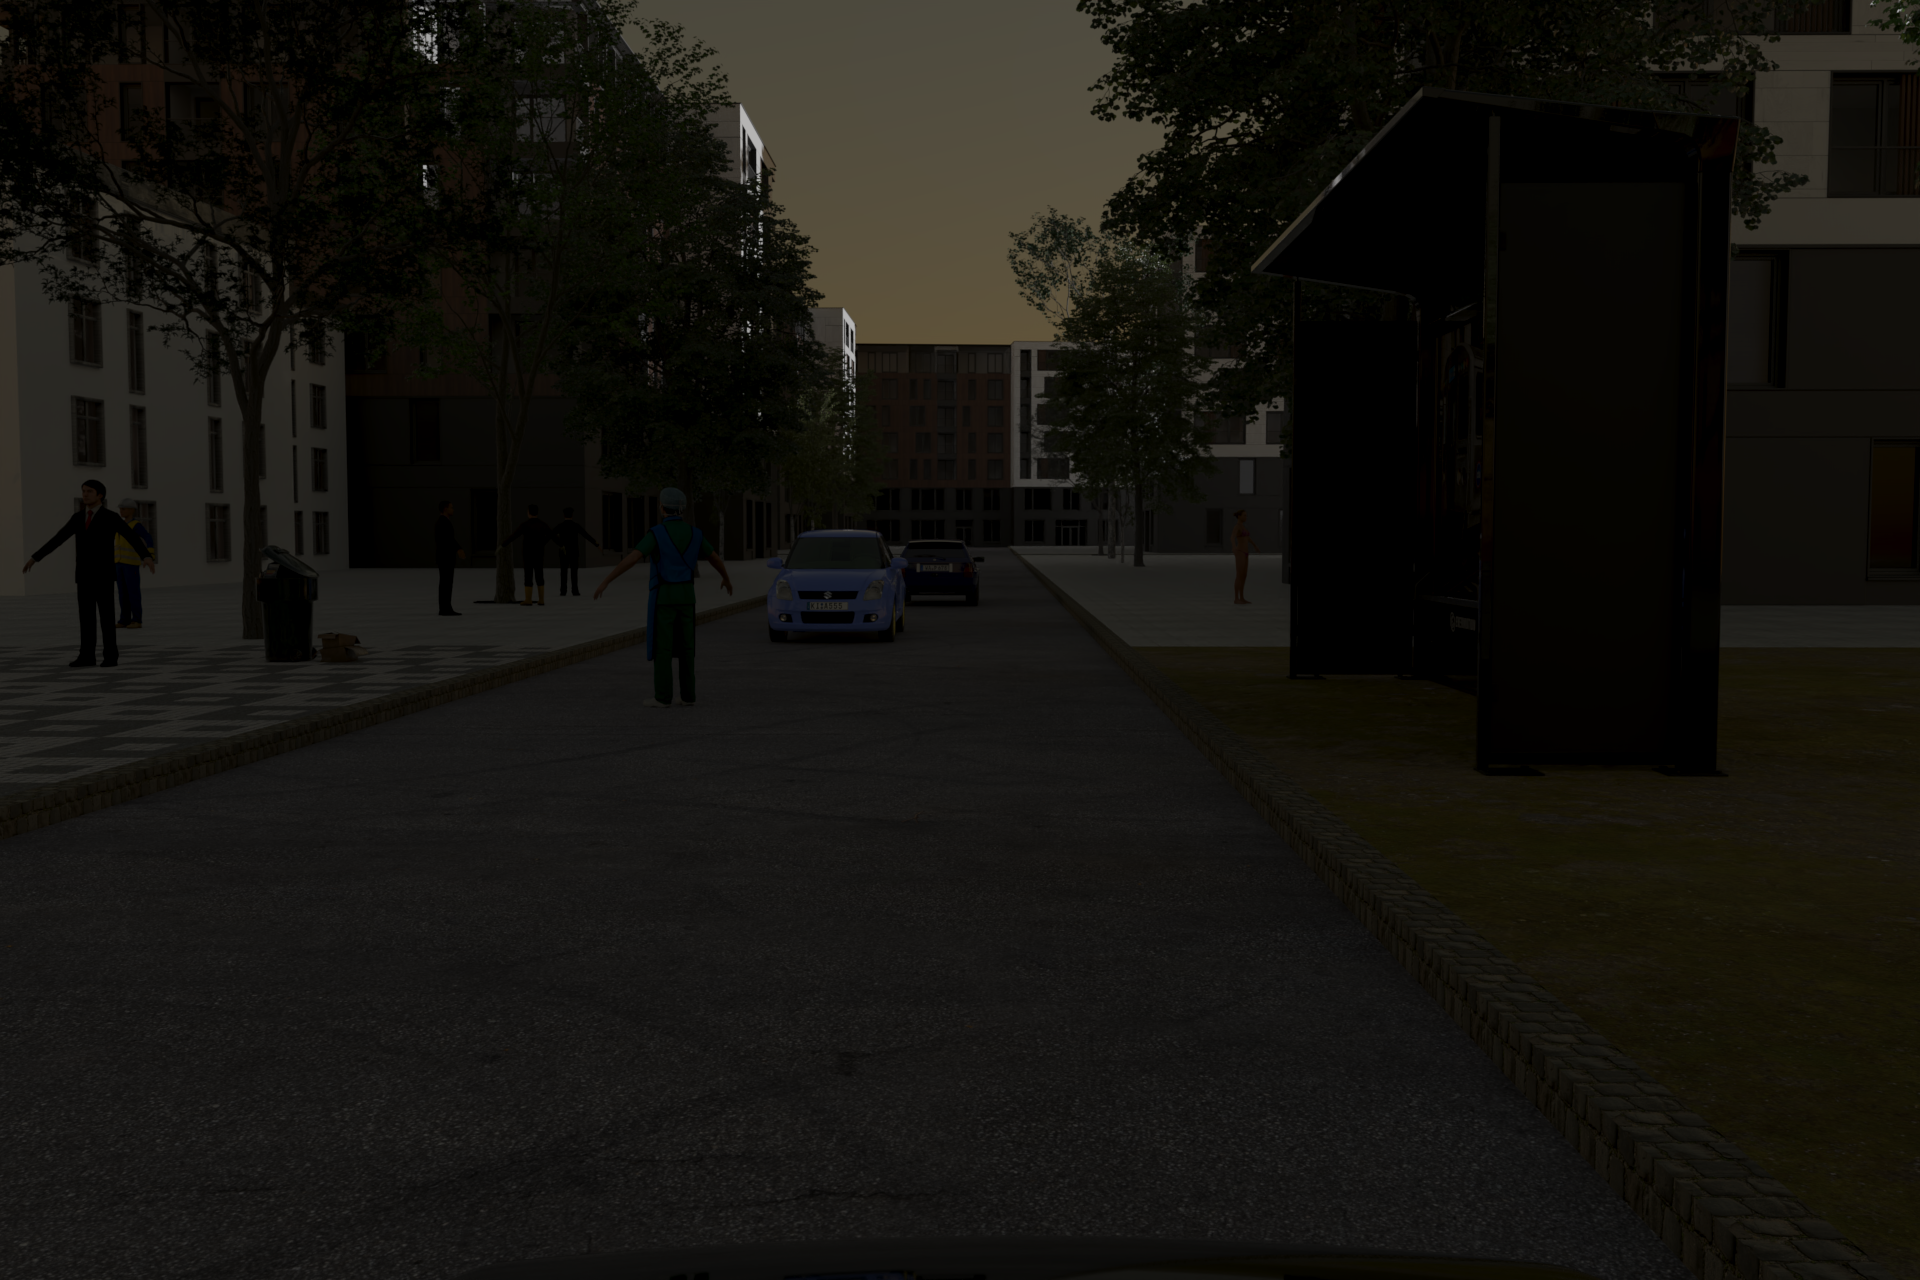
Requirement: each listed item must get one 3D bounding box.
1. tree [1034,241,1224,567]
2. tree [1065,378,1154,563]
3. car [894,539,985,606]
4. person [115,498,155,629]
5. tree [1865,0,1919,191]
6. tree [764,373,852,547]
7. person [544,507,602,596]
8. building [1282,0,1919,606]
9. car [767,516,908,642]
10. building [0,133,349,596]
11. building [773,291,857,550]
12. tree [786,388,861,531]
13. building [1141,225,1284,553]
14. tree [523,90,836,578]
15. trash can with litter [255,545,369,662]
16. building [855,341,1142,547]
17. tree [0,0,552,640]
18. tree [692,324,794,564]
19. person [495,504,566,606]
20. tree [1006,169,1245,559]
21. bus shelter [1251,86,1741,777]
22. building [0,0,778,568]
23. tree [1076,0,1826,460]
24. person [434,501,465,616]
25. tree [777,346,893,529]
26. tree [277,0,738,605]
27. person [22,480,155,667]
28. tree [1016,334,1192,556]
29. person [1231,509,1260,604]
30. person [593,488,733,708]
[{"bbox_3d":[6.634,-9.154,67.794,7.486,12.596,7.792,0,3,0],"label":"tree"},{"bbox_3d":[7.363,-7.696,76.192,4.360,8.622,3.978,0,3,0],"label":"tree"},{"bbox_3d":[-0.465,-1.417,35.743,1.945,1.354,3.894,0,4,1],"label":"car"},{"bbox_3d":[-11.371,-1.044,23.531,1.216,1.772,0.721,2,4,24],"label":"person"},{"bbox_3d":[9.436,-5.274,11.984,9.928,11.665,9.643,0,3,0],"label":"tree"},{"bbox_3d":[-7.157,-7.686,76.023,4.737,8.622,4.395,0,3,0],"label":"tree"},{"bbox_3d":[-8.132,-1.841,36.036,1.347,1.837,0.705,0,4,-5],"label":"person"},{"bbox_3d":[22.335,-12.391,46.562,27.936,21.610,32.646,0,4,1],"label":"building"},{"bbox_3d":[-1.671,-0.888,24.114,1.945,1.707,3.694,0,4,1],"label":"car"},{"bbox_3d":[-23.511,-6.577,49.682,9.099,9.664,28.070,0,4,1],"label":"building"},{"bbox_3d":[-24.474,-18.992,154.492,27.936,21.610,32.646,0,4,1],"label":"building"},{"bbox_3d":[-7.081,-8.282,85.774,4.737,8.622,4.395,0,3,0],"label":"tree"},{"bbox_3d":[27.458,-17.551,130.940,27.936,21.610,32.646,0,4,1],"label":"building"},{"bbox_3d":[-7.934,-8.791,50.394,9.857,13.997,8.962,0,3,0],"label":"tree"},{"bbox_3d":[-6.539,-0.374,17.504,1.055,1.170,0.624,0,4,1],"label":"trash can with litter"},{"bbox_3d":[2.433,-21.365,195.754,32.646,21.610,27.936,0,4,-4],"label":"building"},{"bbox_3d":[-8.700,-5.267,20.536,8.767,10.594,7.601,0,4,6],"label":"tree"},{"bbox_3d":[-8.489,-6.699,59.895,4.360,8.622,3.978,0,3,0],"label":"tree"},{"bbox_3d":[-7.655,-1.523,31.035,1.346,1.812,0.704,-3,4,-37],"label":"person"},{"bbox_3d":[9.093,-14.258,89.001,12.611,20.169,13.585,0,3,0],"label":"tree"},{"bbox_3d":[3.355,-1.281,12.229,1.731,3.624,6.357,0,4,1],"label":"bus shelter"},{"bbox_3d":[-24.309,-14.460,80.391,27.936,21.610,32.646,0,4,1],"label":"building"},{"bbox_3d":[6.323,-7.151,23.575,9.857,13.997,8.962,0,3,0],"label":"tree"},{"bbox_3d":[-8.063,-1.287,27.267,0.704,1.802,1.346,-2,4,-29],"label":"person"},{"bbox_3d":[-7.917,-11.451,105.357,7.486,12.596,7.792,0,3,0],"label":"tree"},{"bbox_3d":[-8.263,-6.486,31.799,9.928,11.665,9.643,0,3,0],"label":"tree"},{"bbox_3d":[-8.386,-0.647,16.764,1.347,1.806,0.705,0,4,7],"label":"person"},{"bbox_3d":[8.297,-11.764,102.708,12.009,13.543,11.850,0,3,0],"label":"tree"},{"bbox_3d":[5.244,-1.531,31.828,0.721,1.733,1.217,2,4,30],"label":"person"},{"bbox_3d":[-2.407,-0.355,14.395,1.347,1.817,0.704,-3,5,-43],"label":"person"}]
